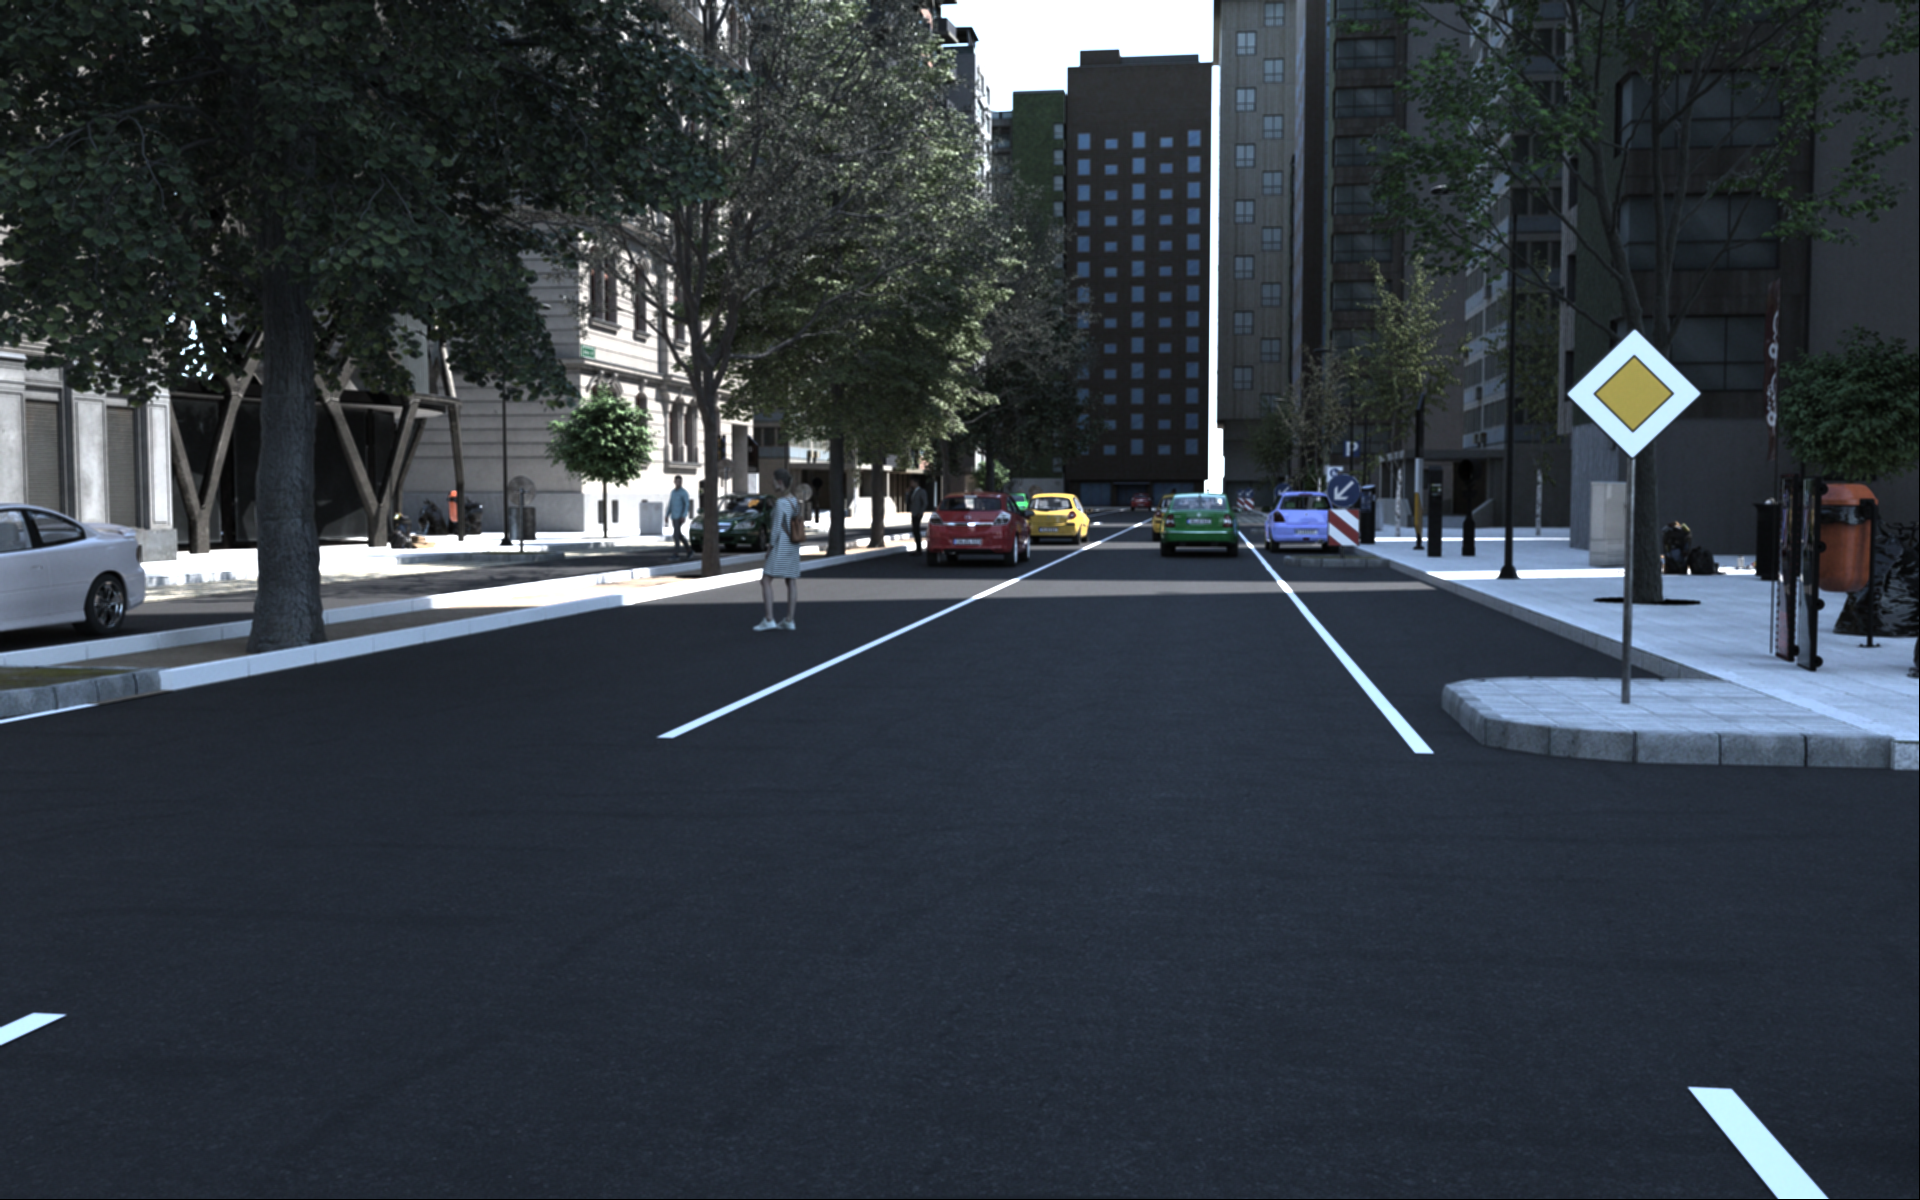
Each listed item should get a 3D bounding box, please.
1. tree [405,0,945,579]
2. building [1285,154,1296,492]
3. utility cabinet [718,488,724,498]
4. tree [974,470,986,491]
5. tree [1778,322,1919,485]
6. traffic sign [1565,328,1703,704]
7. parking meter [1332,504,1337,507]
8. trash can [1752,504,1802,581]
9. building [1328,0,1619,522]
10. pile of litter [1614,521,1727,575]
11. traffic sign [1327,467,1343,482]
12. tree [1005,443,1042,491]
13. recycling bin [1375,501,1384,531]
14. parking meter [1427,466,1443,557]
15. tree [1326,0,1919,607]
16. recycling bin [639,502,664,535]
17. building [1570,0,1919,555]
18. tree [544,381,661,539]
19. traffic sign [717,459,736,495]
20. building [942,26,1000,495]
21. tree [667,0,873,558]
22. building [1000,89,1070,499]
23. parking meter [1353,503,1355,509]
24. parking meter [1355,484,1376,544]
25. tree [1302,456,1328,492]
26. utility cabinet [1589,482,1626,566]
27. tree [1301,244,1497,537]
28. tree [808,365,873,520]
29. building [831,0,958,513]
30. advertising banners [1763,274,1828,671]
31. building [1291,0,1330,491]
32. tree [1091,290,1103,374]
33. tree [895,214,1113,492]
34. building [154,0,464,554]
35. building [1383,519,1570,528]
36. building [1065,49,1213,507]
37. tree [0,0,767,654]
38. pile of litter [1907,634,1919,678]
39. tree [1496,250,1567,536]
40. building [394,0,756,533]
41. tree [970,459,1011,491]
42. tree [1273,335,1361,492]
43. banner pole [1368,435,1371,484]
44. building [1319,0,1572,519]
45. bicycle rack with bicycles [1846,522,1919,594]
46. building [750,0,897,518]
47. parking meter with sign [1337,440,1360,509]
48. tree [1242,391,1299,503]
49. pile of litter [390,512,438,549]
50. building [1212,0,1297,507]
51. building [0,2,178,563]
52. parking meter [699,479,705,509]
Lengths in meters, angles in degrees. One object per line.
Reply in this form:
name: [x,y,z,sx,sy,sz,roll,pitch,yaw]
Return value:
tree: [-4.215,-7.099,28.899,12.009,13.543,11.850,0,3,0]
building: [35.208,-23.083,149.113,14.160,30.474,14.107,0,4,8]
utility cabinet: [-8.373,-3.085,59.114,0.318,1.500,1.173,0,4,8]
tree: [1.938,-8.747,137.613,1.663,3.219,1.824,0,3,0]
tree: [17.215,-3.026,33.185,4.285,4.588,4.351,0,3,0]
traffic sign: [4.076,-0.422,10.550,0.795,2.450,0.064,0,4,8]
parking meter: [13.658,-3.320,62.696,0.372,1.533,0.369,0,3,0]
trash can: [12.175,-0.862,25.754,0.748,1.137,0.748,0,3,0]
building: [27.639,-19.923,97.436,14.160,30.474,14.107,0,4,8]
pile of litter: [11.441,-0.853,27.905,1.719,0.858,1.176,1,4,23]
traffic sign: [13.873,-3.794,64.156,0.606,2.300,0.079,1,4,15]
tree: [5.665,-12.926,161.704,4.360,8.622,3.978,0,3,0]
recycling bin: [14.458,-2.951,60.806,0.722,1.027,0.722,1,4,21]
parking meter: [9.713,-1.816,35.406,0.255,1.863,0.399,1,4,11]
tree: [8.080,-5.775,20.177,9.928,11.665,9.643,0,3,0]
recycling bin: [-9.616,-2.534,53.986,0.722,1.027,0.722,0,4,-8]
building: [21.819,-16.505,41.558,14.160,30.474,14.107,0,4,8]
tree: [-10.173,-4.053,49.973,4.285,4.588,4.351,0,3,0]
traffic sign: [-8.412,-3.795,62.149,0.768,2.556,0.104,1,4,15]
building: [-4.544,-28.861,155.474,14.086,41.232,14.154,0,4,8]
tree: [-2.799,-7.221,38.655,7.486,12.596,7.792,0,3,0]
building: [4.477,-30.328,179.454,14.086,41.232,14.154,0,4,8]
parking meter: [13.746,-3.137,59.697,0.372,1.533,0.369,0,3,0]
parking meter: [10.491,-2.211,44.554,0.372,1.533,0.369,0,3,0]
tree: [18.080,-5.763,88.834,1.663,3.219,1.824,0,3,0]
utility cabinet: [11.617,-1.349,30.736,1.173,1.500,0.318,-3,5,-43]
tree: [13.176,-6.205,51.814,4.737,8.622,4.395,0,3,0]
tree: [-5.366,-8.247,85.196,4.360,8.622,3.978,0,3,0]
building: [-12.100,-28.953,128.010,22.147,44.769,28.867,0,4,8]
advertising banners: [6.407,-1.050,13.354,0.090,3.025,2.074,1,4,14]
building: [33.328,-29.634,134.634,14.600,45.320,14.200,0,4,8]
tree: [-0.453,-8.749,55.869,12.009,13.543,11.850,0,3,0]
tree: [1.217,-9.182,69.583,9.611,12.733,9.660,0,3,0]
building: [-21.774,-10.761,43.400,16.820,18.784,16.811,0,4,8]
building: [34.045,-23.106,69.672,32.217,40.220,23.993,0,4,8]
building: [18.518,-32.264,177.623,14.200,45.320,14.600,0,4,8]
tree: [-6.088,-6.498,15.348,9.857,13.997,8.962,0,3,0]
pile of litter: [7.536,0.109,12.190,1.719,0.858,1.176,1,4,9]
tree: [18.119,-6.295,53.285,4.737,8.622,4.395,0,3,0]
building: [-17.043,-17.188,68.418,14.401,28.519,23.554,0,4,8]
tree: [2.494,-9.913,145.792,4.285,4.588,4.351,0,3,0]
tree: [16.774,-7.994,81.059,4.360,8.622,3.978,0,3,0]
banner pole: [16.922,-4.991,71.621,0.401,3.779,0.863,1,4,20]
building: [39.989,-25.854,114.592,32.217,40.220,23.993,0,4,8]
bicycle rack with bicycles: [12.293,-0.491,21.416,2.925,0.926,2.852,0,4,-6]
building: [-20.883,-25.094,102.175,32.217,40.220,23.993,0,4,8]
parking meter with sign: [12.732,-3.721,57.104,0.543,3.016,1.738,0,4,2]
tree: [23.025,-10.776,126.550,4.737,8.622,4.395,0,3,0]
pile of litter: [-12.926,-1.649,40.923,1.176,0.858,1.719,0,4,1]
building: [40.164,-36.226,181.528,27.495,52.752,28.713,0,4,8]
building: [-20.912,-10.722,24.452,9.793,20.994,18.267,0,4,8]
parking meter: [-9.699,-3.672,65.740,0.255,1.863,0.399,2,4,30]
